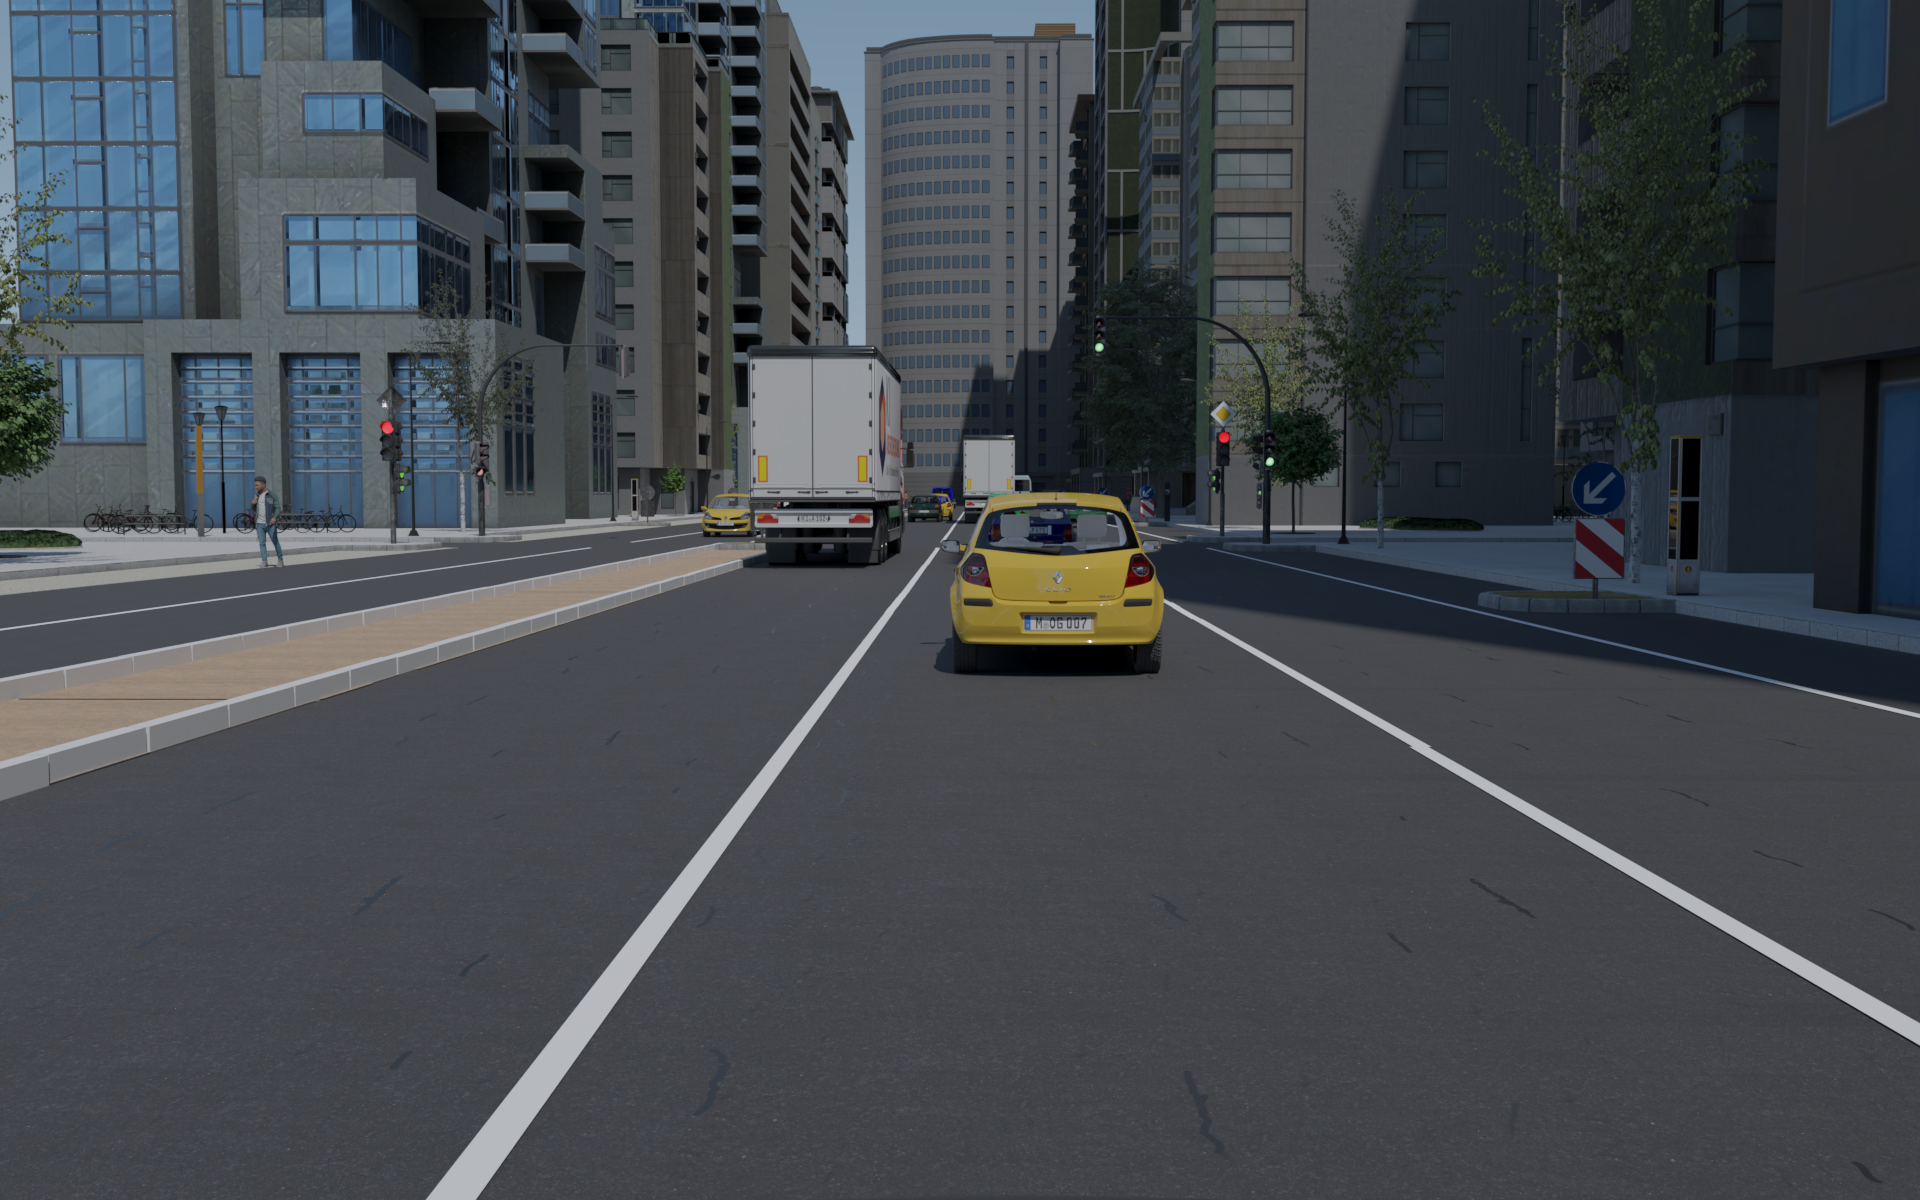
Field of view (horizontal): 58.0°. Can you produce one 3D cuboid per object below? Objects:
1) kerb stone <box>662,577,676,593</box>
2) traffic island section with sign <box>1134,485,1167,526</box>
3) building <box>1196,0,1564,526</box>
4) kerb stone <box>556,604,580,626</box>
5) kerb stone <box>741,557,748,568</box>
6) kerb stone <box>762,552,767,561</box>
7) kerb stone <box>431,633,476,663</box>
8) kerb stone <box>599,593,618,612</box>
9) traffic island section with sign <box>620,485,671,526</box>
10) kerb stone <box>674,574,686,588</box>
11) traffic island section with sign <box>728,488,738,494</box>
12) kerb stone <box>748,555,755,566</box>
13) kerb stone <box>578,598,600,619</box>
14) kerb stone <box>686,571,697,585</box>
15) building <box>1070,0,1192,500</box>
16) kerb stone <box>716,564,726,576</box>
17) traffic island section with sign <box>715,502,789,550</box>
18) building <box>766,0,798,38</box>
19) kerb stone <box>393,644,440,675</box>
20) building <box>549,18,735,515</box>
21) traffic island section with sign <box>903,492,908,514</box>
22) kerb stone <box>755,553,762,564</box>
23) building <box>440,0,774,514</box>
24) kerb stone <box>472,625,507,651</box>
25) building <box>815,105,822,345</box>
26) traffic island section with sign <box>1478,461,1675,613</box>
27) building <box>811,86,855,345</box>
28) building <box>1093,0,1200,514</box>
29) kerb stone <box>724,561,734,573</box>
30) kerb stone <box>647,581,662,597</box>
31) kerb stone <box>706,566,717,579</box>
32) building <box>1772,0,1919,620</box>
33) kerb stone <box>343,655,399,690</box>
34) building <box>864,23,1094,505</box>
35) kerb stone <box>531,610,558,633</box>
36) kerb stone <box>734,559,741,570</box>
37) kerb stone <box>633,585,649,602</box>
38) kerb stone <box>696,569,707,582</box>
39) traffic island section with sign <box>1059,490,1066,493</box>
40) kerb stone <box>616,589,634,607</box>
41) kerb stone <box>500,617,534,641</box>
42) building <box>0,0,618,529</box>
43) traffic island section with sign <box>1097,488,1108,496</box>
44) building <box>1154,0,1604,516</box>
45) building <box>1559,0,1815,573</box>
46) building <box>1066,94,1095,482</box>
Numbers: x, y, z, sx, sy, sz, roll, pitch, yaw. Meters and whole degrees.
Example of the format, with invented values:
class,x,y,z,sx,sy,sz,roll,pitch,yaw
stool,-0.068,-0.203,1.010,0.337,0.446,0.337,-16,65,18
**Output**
class,x,y,z,sx,sy,sz,roll,pitch,yaw
kerb stone,-4.365,-0.196,25.445,0.120,0.150,1.000,0,4,1
traffic island section with sign,8.228,-4.234,77.846,1.989,1.847,2.006,0,4,1
building,17.303,-23.990,75.834,14.154,41.232,14.086,0,4,1
kerb stone,-4.432,0.178,19.287,0.120,0.150,1.000,0,4,1
kerb stone,-4.284,-0.699,33.630,0.120,0.150,1.000,0,4,1
kerb stone,-4.257,-0.888,36.712,0.120,0.150,1.000,0,4,1
kerb stone,-4.474,0.429,15.177,0.120,0.150,1.000,0,4,1
kerb stone,-4.412,0.052,21.346,0.120,0.150,1.000,0,4,1
traffic island section with sign,-13.990,-4.202,77.338,1.989,1.847,2.006,0,4,1
kerb stone,-4.365,-0.261,26.467,0.120,0.150,1.000,0,4,1
traffic island section with sign,-13.706,-5.871,104.622,1.989,1.847,2.006,0,4,1
kerb stone,-4.279,-0.760,34.658,0.120,0.150,1.000,0,4,1
kerb stone,-4.420,0.115,20.324,0.120,0.150,1.000,0,4,1
kerb stone,-4.350,-0.316,27.489,0.120,0.150,1.000,0,4,1
building,21.314,-44.307,162.666,20.563,71.187,20.611,0,4,1
kerb stone,-4.316,-0.509,30.558,0.120,0.150,1.000,0,4,1
traffic island section with sign,-5.216,-2.248,44.892,2.006,1.907,1.989,0,4,1
building,-26.132,-33.375,169.378,21.300,48.544,21.600,0,4,1
kerb stone,-4.485,0.497,14.155,0.120,0.150,1.000,0,4,1
building,-22.314,-20.646,109.264,14.160,30.474,14.107,0,4,1
traffic island section with sign,-4.372,-7.296,127.434,2.006,1.907,1.989,0,4,1
kerb stone,-4.265,-0.825,35.690,0.120,0.150,1.000,0,4,1
building,-26.505,-50.704,141.686,22.319,86.520,31.000,0,4,1
kerb stone,-4.460,0.366,16.207,0.120,0.150,1.000,0,4,1
building,-26.791,-34.818,192.969,21.600,48.544,21.300,0,4,1
traffic island section with sign,7.666,-0.808,21.835,1.989,1.847,2.006,0,4,1
building,-26.164,-38.866,224.698,27.495,52.752,28.713,0,4,1
building,27.409,-27.487,141.288,32.217,40.220,23.993,0,4,1
kerb stone,-4.307,-0.574,31.580,0.120,0.150,1.000,0,4,1
kerb stone,-4.385,-0.133,24.415,0.120,0.150,1.000,0,4,1
kerb stone,-4.328,-0.449,29.536,0.120,0.150,1.000,0,4,1
building,16.084,-22.095,11.364,14.600,45.320,14.200,0,4,1
kerb stone,-4.499,0.554,13.133,0.120,0.150,1.000,0,4,1
building,2.202,-41.526,220.950,28.212,58.520,21.231,0,4,1
kerb stone,-4.449,0.243,18.265,0.120,0.150,1.000,0,4,1
kerb stone,-4.298,-0.636,32.603,0.120,0.150,1.000,0,4,1
kerb stone,-4.394,-0.068,23.393,0.120,0.150,1.000,0,4,1
kerb stone,-4.339,-0.386,28.514,0.120,0.150,1.000,0,4,1
traffic island section with sign,9.028,-8.978,155.411,1.989,1.847,2.006,0,4,1
kerb stone,-4.405,-0.011,22.369,0.120,0.150,1.000,0,4,1
kerb stone,-4.458,0.303,17.243,0.120,0.150,1.000,0,4,1
building,-28.108,-46.755,77.114,22.319,86.520,31.000,0,4,1
traffic island section with sign,8.506,-5.895,105.014,1.989,1.847,2.006,0,4,1
building,27.679,-25.589,110.256,32.217,40.220,23.993,0,4,1
building,19.512,-16.036,33.896,14.160,30.474,14.107,0,4,1
building,23.049,-32.632,188.149,22.147,44.769,28.867,0,4,1
